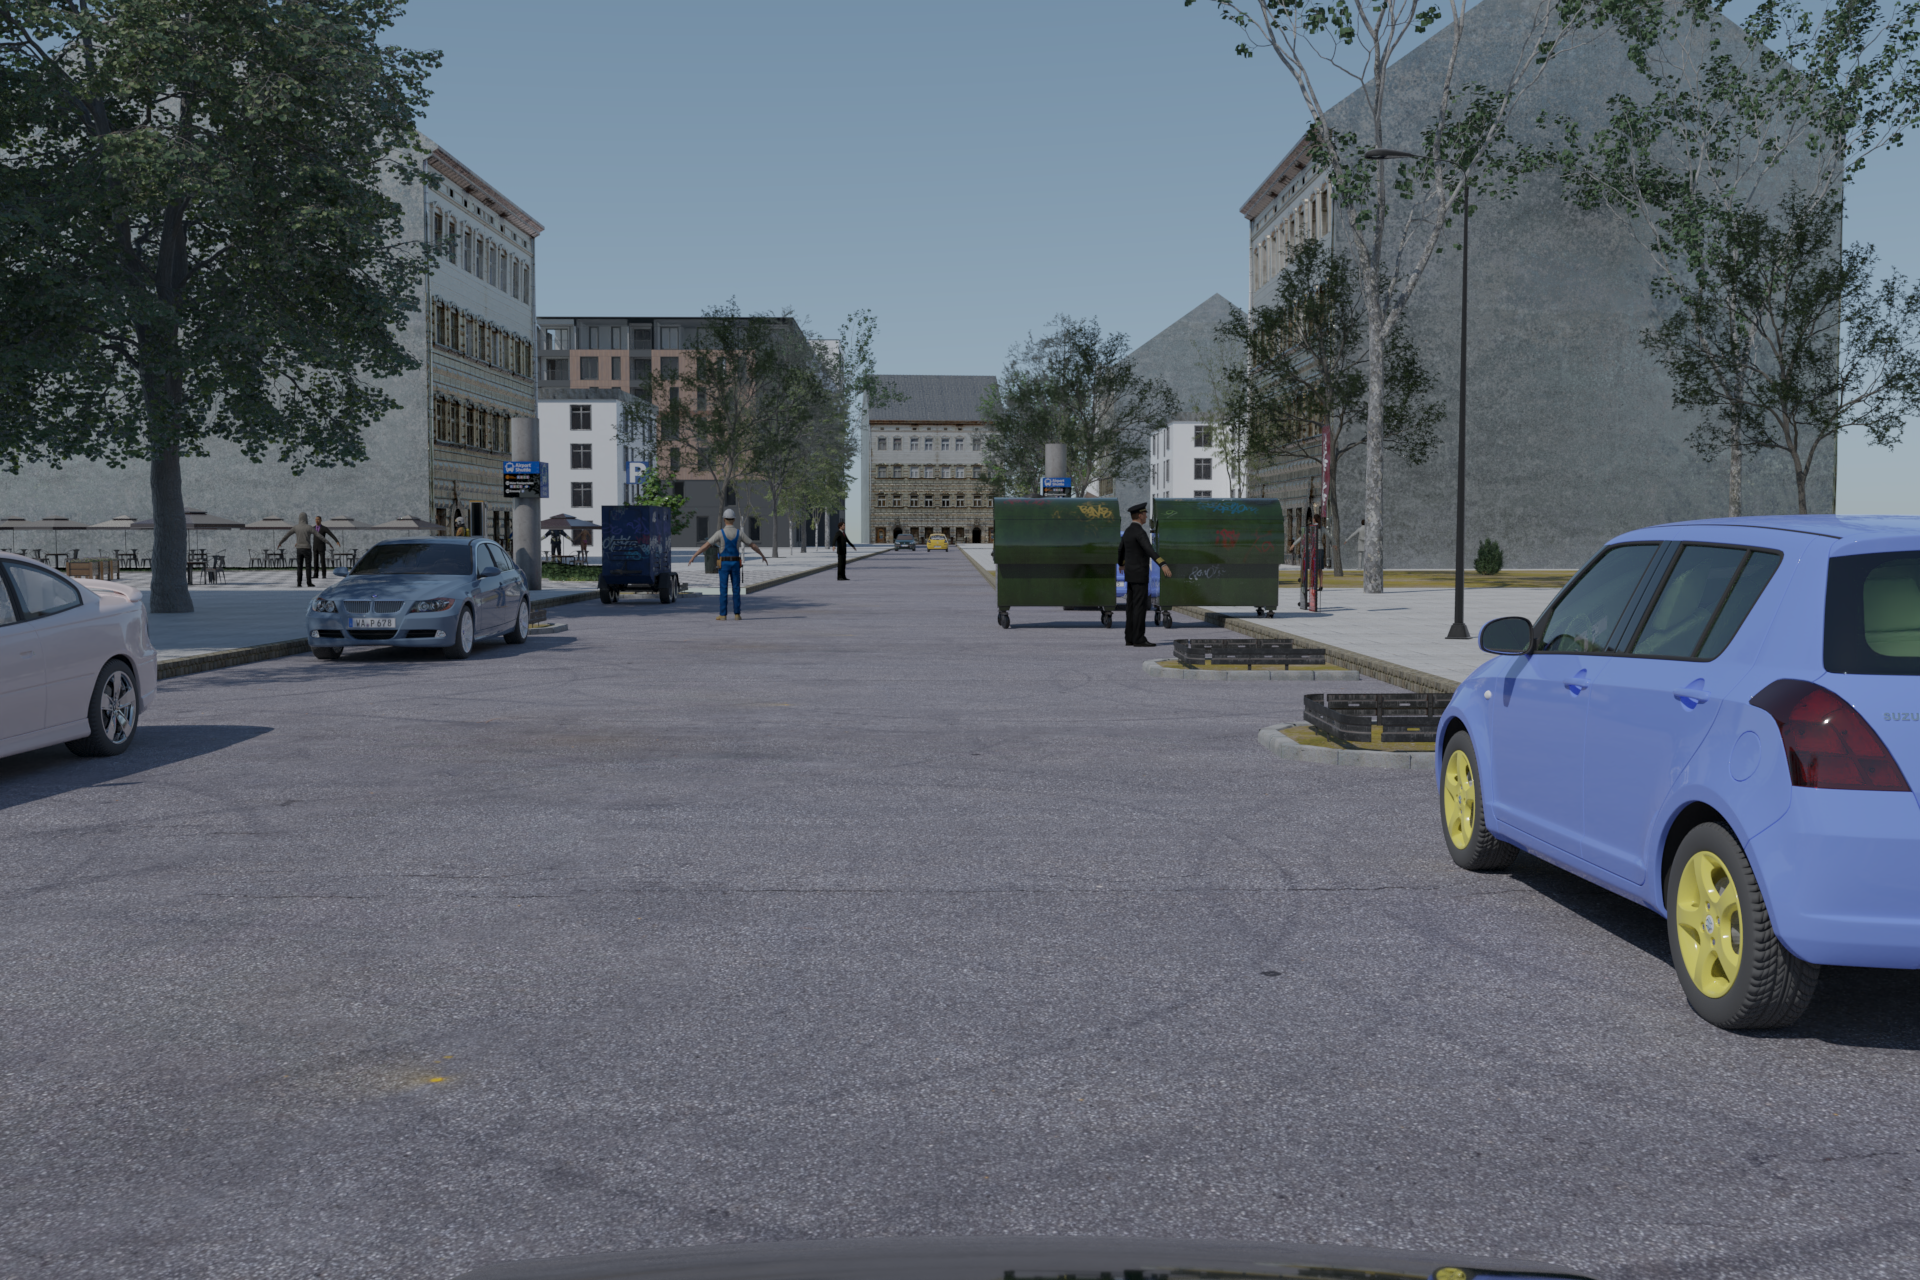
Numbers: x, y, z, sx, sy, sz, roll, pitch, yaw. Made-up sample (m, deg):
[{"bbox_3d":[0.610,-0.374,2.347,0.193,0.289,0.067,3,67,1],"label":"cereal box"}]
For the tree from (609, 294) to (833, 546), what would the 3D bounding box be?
[{"bbox_3d":[-9.491,-8.172,68.033,8.767,10.594,7.601,-1,4,-20],"label":"tree"}]

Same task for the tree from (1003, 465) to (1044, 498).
[{"bbox_3d":[5.122,-11.425,137.162,4.737,8.622,4.395,0,3,0],"label":"tree"}]

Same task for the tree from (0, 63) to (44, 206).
[{"bbox_3d":[-12.191,-4.962,15.534,7.601,10.594,8.767,-2,4,-32],"label":"tree"}]

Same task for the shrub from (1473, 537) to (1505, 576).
[{"bbox_3d":[16.370,-2.599,53.614,1.383,1.207,1.383,0,3,0],"label":"shrub"}]

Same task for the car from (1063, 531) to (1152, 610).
[{"bbox_3d":[2.750,-1.479,33.768,1.945,1.707,3.694,0,4,0],"label":"car"}]

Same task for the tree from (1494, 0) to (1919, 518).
[{"bbox_3d":[23.567,-12.224,55.746,12.611,20.169,13.585,0,3,0],"label":"tree"}]

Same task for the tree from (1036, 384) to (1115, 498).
[{"bbox_3d":[5.237,-8.049,81.960,4.360,8.622,3.978,0,3,0],"label":"tree"}]

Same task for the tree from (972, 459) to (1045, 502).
[{"bbox_3d":[5.206,-12.843,144.390,8.767,10.594,7.601,0,4,-2],"label":"tree"}]

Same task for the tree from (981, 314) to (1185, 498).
[{"bbox_3d":[5.084,-8.559,74.351,8.767,10.594,7.601,-1,4,-15],"label":"tree"}]

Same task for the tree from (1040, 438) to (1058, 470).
[{"bbox_3d":[13.906,-23.130,234.063,12.611,20.169,13.585,0,3,0],"label":"tree"}]

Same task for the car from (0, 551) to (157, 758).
[{"bbox_3d":[-6.343,0.153,9.861,2.083,1.381,4.827,0,4,-1],"label":"car"}]

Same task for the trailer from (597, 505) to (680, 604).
[{"bbox_3d":[-6.645,-1.719,35.148,1.471,1.999,3.904,0,4,0],"label":"trailer"}]

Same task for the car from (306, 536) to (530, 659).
[{"bbox_3d":[-6.542,-0.573,21.370,2.014,1.417,4.499,0,4,-1],"label":"car"}]

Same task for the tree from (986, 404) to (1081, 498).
[{"bbox_3d":[5.411,-11.242,118.213,7.601,10.594,8.767,-2,4,-23],"label":"tree"}]

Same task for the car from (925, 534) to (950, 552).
[{"bbox_3d":[-1.790,-7.894,139.283,2.015,1.641,3.980,0,4,0],"label":"car"}]

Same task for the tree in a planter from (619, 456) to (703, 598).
[{"bbox_3d":[-6.943,-2.581,39.429,1.991,3.239,1.994,0,4,0],"label":"tree in a planter"}]

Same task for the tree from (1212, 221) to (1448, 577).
[{"bbox_3d":[11.117,-7.199,52.109,7.601,10.594,8.767,1,4,20],"label":"tree"}]

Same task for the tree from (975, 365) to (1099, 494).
[{"bbox_3d":[4.918,-11.033,106.151,9.928,11.665,9.643,0,3,0],"label":"tree"}]

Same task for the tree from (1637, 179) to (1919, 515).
[{"bbox_3d":[22.006,-6.752,44.812,8.767,10.594,7.601,1,4,22],"label":"tree"}]

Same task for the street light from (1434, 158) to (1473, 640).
[{"bbox_3d":[6.648,-2.965,21.023,1.470,5.913,1.316,0,4,0],"label":"street light"}]

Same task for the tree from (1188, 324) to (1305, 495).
[{"bbox_3d":[9.672,-6.757,60.840,4.360,8.622,3.978,0,3,0],"label":"tree"}]

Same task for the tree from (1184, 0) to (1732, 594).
[{"bbox_3d":[10.141,-11.014,35.974,12.611,20.169,13.585,0,3,0],"label":"tree"}]

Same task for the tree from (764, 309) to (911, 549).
[{"bbox_3d":[-9.617,-17.629,144.118,12.611,20.169,13.585,0,3,0],"label":"tree"}]

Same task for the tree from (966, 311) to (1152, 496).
[{"bbox_3d":[5.463,-11.277,94.750,12.009,13.543,11.850,0,3,0],"label":"tree"}]

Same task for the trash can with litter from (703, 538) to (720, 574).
[{"bbox_3d":[-7.796,-2.735,56.104,1.055,1.170,0.624,0,4,0],"label":"trash can with litter"}]

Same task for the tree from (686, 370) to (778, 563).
[{"bbox_3d":[-9.532,-7.741,76.925,4.360,8.622,3.978,0,3,0],"label":"tree"}]

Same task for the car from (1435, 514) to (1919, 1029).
[{"bbox_3d":[2.980,0.200,6.321,1.945,1.707,3.694,0,4,-1],"label":"car"}]

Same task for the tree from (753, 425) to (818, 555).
[{"bbox_3d":[-10.046,-9.444,104.769,4.360,8.622,3.978,0,3,0],"label":"tree"}]

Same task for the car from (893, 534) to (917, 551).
[{"bbox_3d":[-4.592,-8.276,145.094,2.009,1.686,4.222,0,4,0],"label":"car"}]

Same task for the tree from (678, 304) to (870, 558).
[{"bbox_3d":[-9.910,-11.158,92.797,12.009,13.543,11.850,0,3,0],"label":"tree"}]

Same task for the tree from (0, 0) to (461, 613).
[{"bbox_3d":[-13.020,-7.416,27.912,9.857,13.997,8.962,0,3,0],"label":"tree"}]

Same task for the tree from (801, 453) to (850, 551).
[{"bbox_3d":[-10.415,-10.872,128.115,4.737,8.622,4.395,0,3,0],"label":"tree"}]

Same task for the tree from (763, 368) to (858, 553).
[{"bbox_3d":[-10.403,-12.233,118.138,7.486,12.596,7.792,0,3,0],"label":"tree"}]
